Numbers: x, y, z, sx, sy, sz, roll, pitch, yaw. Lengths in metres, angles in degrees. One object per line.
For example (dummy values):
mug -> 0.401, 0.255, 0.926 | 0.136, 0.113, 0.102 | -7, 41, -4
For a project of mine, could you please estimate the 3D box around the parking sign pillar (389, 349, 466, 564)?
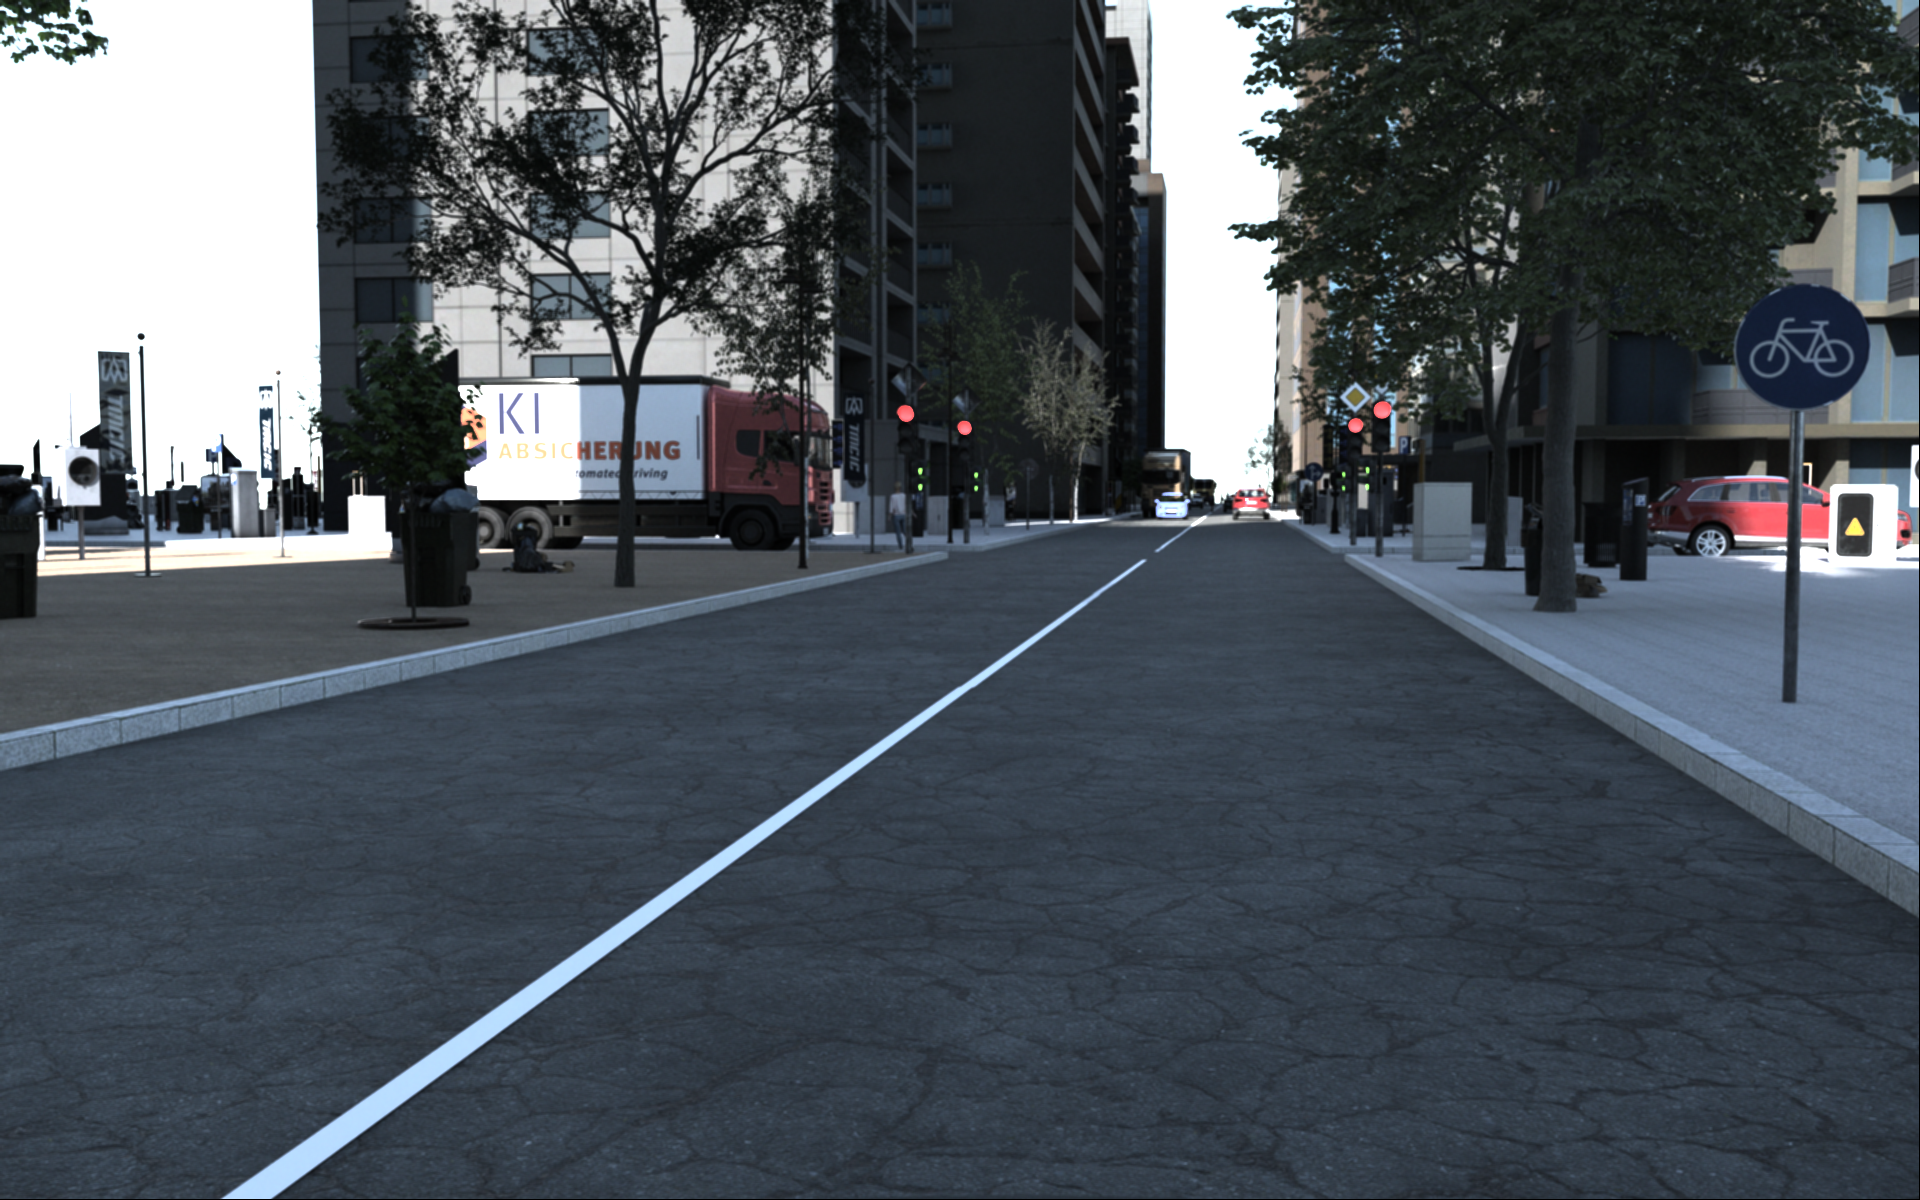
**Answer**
parking sign pillar -> -9.967, -2.689, 32.431 | 1.447, 3.967, 1.447 | 0, 4, 4

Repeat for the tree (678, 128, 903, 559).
tree -> -3.309, -5.122, 34.107 | 4.360, 8.622, 3.978 | 0, 3, 0

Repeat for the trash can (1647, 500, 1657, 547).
trash can -> 16.596, -1.856, 41.997 | 0.748, 1.137, 0.748 | 0, 3, 0

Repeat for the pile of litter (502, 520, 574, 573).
pile of litter -> -7.007, -0.907, 28.797 | 1.176, 0.858, 1.719 | -1, 4, -16

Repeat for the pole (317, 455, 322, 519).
pole -> -33.574, -5.927, 90.749 | 0.158, 3.312, 0.155 | 0, 3, 0

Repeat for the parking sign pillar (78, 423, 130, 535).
parking sign pillar -> -26.929, -4.031, 54.378 | 1.447, 3.967, 1.447 | -3, 4, -37

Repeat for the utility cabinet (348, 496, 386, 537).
utility cabinet -> -17.900, -2.515, 52.284 | 1.020, 1.237, 0.306 | -2, 4, -30

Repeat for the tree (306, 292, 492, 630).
tree -> -5.415, -1.349, 16.664 | 1.663, 3.219, 1.824 | 0, 3, 0

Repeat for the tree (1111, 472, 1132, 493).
tree -> 11.969, -8.178, 128.308 | 1.663, 3.219, 1.824 | 0, 3, 0

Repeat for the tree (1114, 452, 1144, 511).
tree -> 13.564, -9.162, 133.518 | 4.285, 4.588, 4.351 | 0, 3, 0

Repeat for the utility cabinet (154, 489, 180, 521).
utility cabinet -> -36.514, -4.353, 79.855 | 1.173, 1.500, 0.318 | 0, 4, 3

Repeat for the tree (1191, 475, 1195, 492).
tree -> 36.146, -17.867, 275.837 | 4.285, 4.588, 4.351 | 0, 3, 0

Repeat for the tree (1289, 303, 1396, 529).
tree -> 14.284, -6.941, 63.843 | 4.737, 8.622, 4.395 | 0, 3, 0

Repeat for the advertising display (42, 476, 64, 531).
advertising display -> -31.779, -3.388, 60.612 | 0.974, 1.923, 0.123 | 1, 4, 21

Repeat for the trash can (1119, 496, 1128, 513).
trash can -> 10.993, -6.439, 116.930 | 0.748, 1.137, 0.748 | 0, 3, 0

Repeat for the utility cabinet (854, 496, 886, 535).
utility cabinet -> -2.874, -2.680, 54.982 | 1.020, 1.237, 0.306 | -2, 4, -32

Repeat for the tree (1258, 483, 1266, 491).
tree -> 47.079, -16.967, 272.007 | 1.663, 3.219, 1.824 | 0, 3, 0

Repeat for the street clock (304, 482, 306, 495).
street clock -> -39.522, -6.084, 104.050 | 0.358, 2.002, 0.471 | 1, 4, 18

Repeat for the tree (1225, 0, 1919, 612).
tree -> 6.915, -6.133, 18.399 | 7.486, 12.596, 7.792 | 0, 3, 0

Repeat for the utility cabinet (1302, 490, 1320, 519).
utility cabinet -> 17.624, -4.766, 86.610 | 0.318, 1.500, 1.173 | -2, 4, -34

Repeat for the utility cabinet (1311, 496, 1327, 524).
utility cabinet -> 15.473, -3.905, 75.006 | 1.020, 1.237, 0.306 | -1, 4, -23

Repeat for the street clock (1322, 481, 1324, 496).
street clock -> 16.870, -4.601, 79.801 | 0.358, 2.002, 0.471 | 0, 4, 7

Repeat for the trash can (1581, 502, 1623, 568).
trash can -> 11.262, -1.144, 30.354 | 0.748, 1.137, 0.748 | 0, 3, 0

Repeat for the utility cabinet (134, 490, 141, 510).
utility cabinet -> -45.359, -5.247, 94.469 | 1.173, 1.500, 0.318 | 0, 4, -4

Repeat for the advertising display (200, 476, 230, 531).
advertising display -> -26.173, -3.405, 60.882 | 0.974, 1.923, 0.123 | -2, 4, -28

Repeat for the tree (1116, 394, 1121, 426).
tree -> 5.647, -8.143, 83.498 | 4.360, 8.622, 3.978 | 0, 3, 0

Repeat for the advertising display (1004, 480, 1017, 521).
advertising display -> 2.363, -4.679, 81.715 | 0.123, 1.923, 0.974 | 2, 4, 33

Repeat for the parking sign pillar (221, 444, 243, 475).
parking sign pillar -> -38.436, -6.305, 91.564 | 1.447, 3.967, 1.447 | 1, 4, 13

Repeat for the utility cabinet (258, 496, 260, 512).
utility cabinet -> -24.693, -3.009, 60.354 | 0.306, 1.237, 1.020 | 0, 4, -4

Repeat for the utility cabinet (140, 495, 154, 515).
utility cabinet -> -50.782, -5.937, 108.231 | 0.306, 1.237, 1.020 | 2, 4, 25

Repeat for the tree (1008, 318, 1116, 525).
tree -> 3.883, -7.430, 71.838 | 4.360, 8.622, 3.978 | 0, 3, 0

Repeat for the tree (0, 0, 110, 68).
tree -> -6.679, -5.057, 8.436 | 9.928, 11.665, 9.643 | 0, 3, 0

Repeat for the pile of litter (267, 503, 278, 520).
pile of litter -> -33.863, -4.318, 84.572 | 1.176, 0.858, 1.719 | 0, 4, -5

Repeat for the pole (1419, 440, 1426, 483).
pole -> 17.345, -4.353, 65.013 | 0.158, 3.312, 0.155 | 0, 3, 0

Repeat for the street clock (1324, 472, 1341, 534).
street clock -> 12.153, -3.154, 56.144 | 0.358, 2.002, 0.471 | 2, 4, 31

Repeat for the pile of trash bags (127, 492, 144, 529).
pile of trash bags -> -31.409, -3.358, 64.660 | 1.912, 1.369, 3.447 | -1, 4, -19

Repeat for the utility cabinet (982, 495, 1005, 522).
utility cabinet -> 1.547, -4.185, 79.590 | 1.020, 1.237, 0.306 | 0, 4, 2

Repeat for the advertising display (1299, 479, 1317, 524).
advertising display -> 14.749, -4.175, 73.476 | 0.123, 1.923, 0.974 | -2, 4, -32

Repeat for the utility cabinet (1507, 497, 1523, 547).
utility cabinet -> 13.615, -1.915, 42.472 | 0.306, 1.237, 1.020 | 1, 4, 22

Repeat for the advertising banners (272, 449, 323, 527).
advertising banners -> -25.880, -4.353, 67.359 | 0.090, 3.025, 2.074 | 3, 5, 41

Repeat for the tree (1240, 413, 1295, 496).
tree -> 35.814, -16.239, 199.918 | 7.601, 10.594, 8.767 | 1, 4, 23

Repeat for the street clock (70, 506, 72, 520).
street clock -> -44.753, -5.056, 87.238 | 0.471, 2.002, 0.358 | -2, 4, -35

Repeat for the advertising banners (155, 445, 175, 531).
advertising banners -> -28.045, -3.976, 61.198 | 0.090, 3.025, 2.074 | 0, 4, -6

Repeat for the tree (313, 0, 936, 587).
tree -> -4.637, -5.436, 23.285 | 8.767, 10.594, 7.601 | 0, 4, -4

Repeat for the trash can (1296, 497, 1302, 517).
trash can -> 19.275, -5.269, 97.803 | 0.748, 1.137, 0.748 | 0, 3, 0

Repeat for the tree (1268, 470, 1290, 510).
tree -> 29.678, -10.148, 160.524 | 1.663, 3.219, 1.824 | 0, 3, 0

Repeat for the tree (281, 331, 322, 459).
tree -> -27.780, -7.751, 77.099 | 4.737, 8.622, 4.395 | 0, 3, 0

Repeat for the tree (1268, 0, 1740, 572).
tree -> 8.981, -6.297, 28.715 | 9.928, 11.665, 9.643 | 0, 3, 0

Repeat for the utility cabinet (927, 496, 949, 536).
utility cabinet -> -0.638, -2.618, 53.968 | 0.306, 1.237, 1.020 | -2, 4, -32

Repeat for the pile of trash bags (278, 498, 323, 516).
pile of trash bags -> -44.575, -6.524, 116.419 | 1.912, 1.369, 3.447 | 1, 4, 21

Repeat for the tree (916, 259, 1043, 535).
tree -> 0.712, -6.321, 53.712 | 4.737, 8.622, 4.395 | 0, 3, 0
